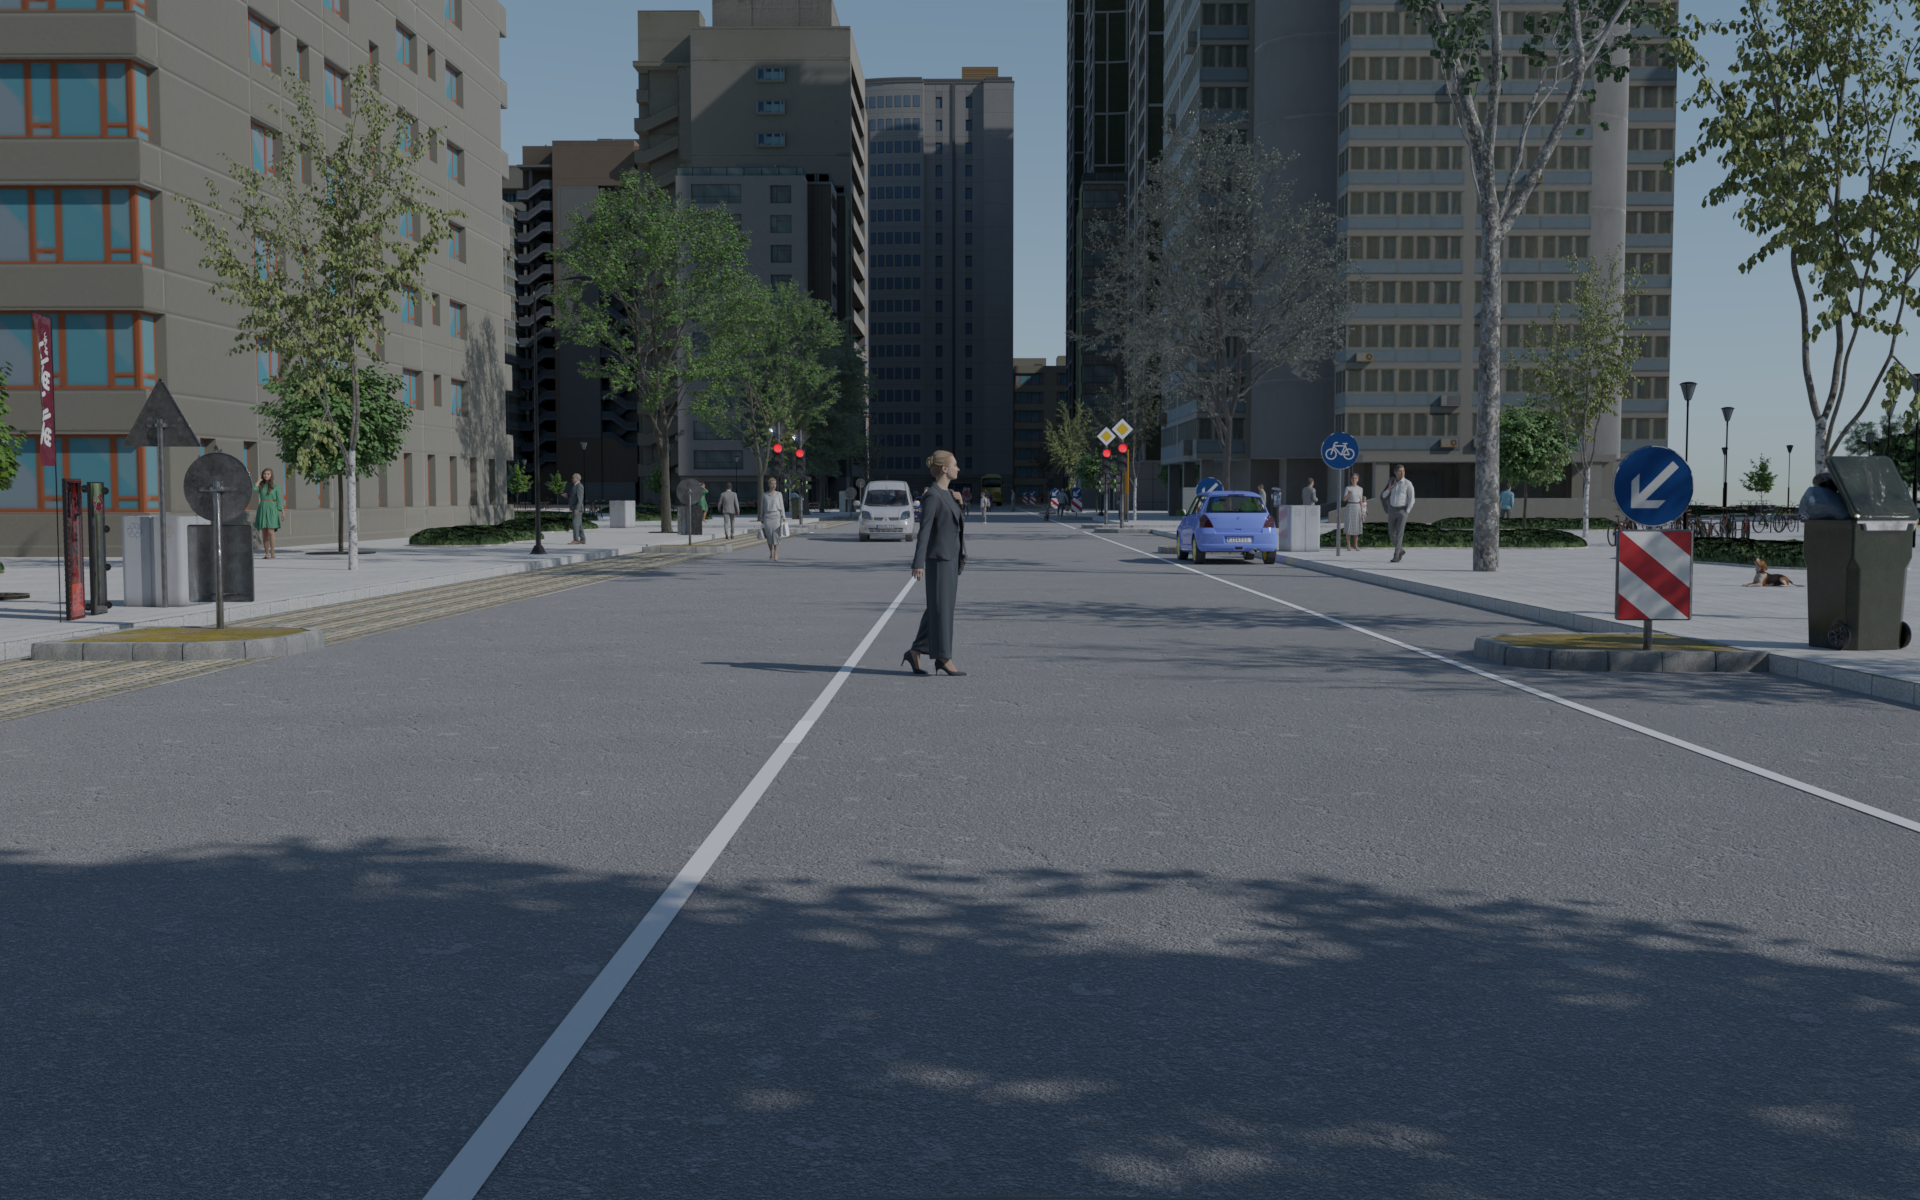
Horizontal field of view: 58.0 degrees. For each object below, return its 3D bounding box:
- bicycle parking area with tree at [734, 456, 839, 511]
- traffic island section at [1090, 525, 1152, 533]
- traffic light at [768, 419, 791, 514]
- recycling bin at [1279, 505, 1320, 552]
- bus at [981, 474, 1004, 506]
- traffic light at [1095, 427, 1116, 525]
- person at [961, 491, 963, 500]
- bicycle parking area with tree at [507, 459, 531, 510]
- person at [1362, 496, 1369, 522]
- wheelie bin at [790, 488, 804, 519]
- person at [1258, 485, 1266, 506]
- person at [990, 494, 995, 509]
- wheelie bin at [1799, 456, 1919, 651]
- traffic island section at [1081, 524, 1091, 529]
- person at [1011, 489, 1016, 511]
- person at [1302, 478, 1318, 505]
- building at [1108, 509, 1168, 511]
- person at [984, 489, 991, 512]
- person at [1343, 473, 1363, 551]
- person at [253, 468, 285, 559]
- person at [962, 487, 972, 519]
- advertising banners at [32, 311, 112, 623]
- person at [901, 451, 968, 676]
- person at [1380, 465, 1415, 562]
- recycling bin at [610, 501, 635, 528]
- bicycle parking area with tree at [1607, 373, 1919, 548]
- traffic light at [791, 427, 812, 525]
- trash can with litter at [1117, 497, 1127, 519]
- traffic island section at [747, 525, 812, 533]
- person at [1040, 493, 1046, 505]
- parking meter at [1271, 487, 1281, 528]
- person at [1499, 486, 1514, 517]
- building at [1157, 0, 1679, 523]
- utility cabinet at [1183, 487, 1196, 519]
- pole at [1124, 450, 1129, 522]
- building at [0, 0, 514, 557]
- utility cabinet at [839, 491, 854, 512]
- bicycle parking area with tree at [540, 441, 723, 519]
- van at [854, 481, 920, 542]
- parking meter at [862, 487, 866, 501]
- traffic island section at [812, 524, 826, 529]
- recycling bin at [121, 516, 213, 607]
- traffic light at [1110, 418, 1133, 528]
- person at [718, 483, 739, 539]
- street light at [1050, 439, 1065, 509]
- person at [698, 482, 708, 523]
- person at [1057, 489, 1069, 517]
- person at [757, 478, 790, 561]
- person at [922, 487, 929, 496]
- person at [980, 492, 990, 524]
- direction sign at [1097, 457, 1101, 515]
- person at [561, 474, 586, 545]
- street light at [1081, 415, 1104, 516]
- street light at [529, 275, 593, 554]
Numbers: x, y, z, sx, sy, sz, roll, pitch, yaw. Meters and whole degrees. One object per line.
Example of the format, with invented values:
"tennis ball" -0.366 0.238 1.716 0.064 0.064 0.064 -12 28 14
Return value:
"bicycle parking area with tree" -14.674 -8.723 129.621 9.016 4.147 8.231 -3 5 -41
"traffic island section" 6.058 -2.591 64.645 2.009 0.180 2.903 0 4 1
"traffic light" -6.743 -4.631 64.644 0.839 4.253 0.868 0 4 1
"recycling bin" 7.587 -1.601 38.731 0.722 1.027 0.722 -1 4 -10
"bus" 3.932 -13.434 211.192 2.896 3.916 12.252 0 4 2
"traffic light" 6.099 -5.113 72.516 0.839 4.253 0.868 0 4 1
"person" 0.134 -10.385 179.014 0.721 1.743 1.217 -1 4 -9
"bicycle parking area with tree" -38.141 -9.490 142.166 8.231 4.147 9.016 1 4 19
"person" 13.714 -2.937 59.074 0.505 1.210 0.382 -3 5 -40
"wheelie bin" -8.257 -4.873 87.583 0.693 1.594 0.980 0 4 -2
"person" 12.017 -3.698 69.091 0.853 1.813 0.709 1 4 13
"person" 2.950 -9.362 164.794 0.991 1.433 0.599 1 4 16
"wheelie bin" 7.430 -0.398 14.414 0.980 1.594 0.693 -1 4 -14
"traffic island section" 6.139 -3.079 72.630 2.009 0.180 2.903 0 4 1
"person" 4.402 -8.226 143.102 0.391 1.810 0.635 -1 4 -9
"person" 11.424 -3.061 56.293 0.583 1.804 0.606 -2 4 -35
"building" 22.143 -42.668 135.870 20.563 71.187 20.611 0 4 1
"person" 2.156 -7.871 136.989 0.447 1.846 0.655 -3 5 -45
"person" 8.879 -1.981 39.000 0.480 1.755 0.524 -1 4 -13
"person" -13.621 -1.703 34.134 0.600 1.795 0.529 -1 4 -20
"person" 0.360 -5.610 100.192 0.573 1.828 0.580 2 4 31
"advertising banners" -9.056 -1.314 17.675 0.090 3.025 2.074 -1 4 -10
"person" -0.198 -0.289 13.649 0.534 1.772 0.576 0 4 -3
"person" 8.248 -1.625 32.708 0.679 1.850 0.850 2 4 35
"recycling bin" -12.740 -3.231 65.373 0.722 1.027 0.722 1 4 19
"bicycle parking area with tree" 20.816 -3.420 42.924 9.016 4.147 8.231 -3 5 -41
"traffic light" -6.662 -5.120 72.629 0.839 4.253 0.868 0 4 1
"trash can with litter" 8.260 -4.714 88.455 0.624 1.170 1.055 0 4 0
"traffic island section" -6.782 -2.599 64.779 2.009 0.180 2.903 0 4 1
"person" 9.823 -12.099 207.115 1.065 1.426 0.557 1 4 17
"parking meter" 11.852 -3.456 64.916 0.372 1.533 0.369 0 3 0
"person" 20.954 -3.550 66.566 0.660 1.820 0.620 3 4 36
"building" 23.232 -24.379 90.471 23.993 40.220 32.217 0 4 1
"utility cabinet" 7.916 -3.060 58.714 0.318 1.500 1.173 -1 4 -14
"pole" 7.639 -5.233 79.406 0.158 3.312 0.155 0 3 0
"building" -30.738 -12.441 48.454 28.899 21.520 27.650 0 4 1
"utility cabinet" -8.038 -6.983 122.845 1.173 1.500 0.318 3 4 38
"bicycle parking area with tree" -18.195 -6.610 95.075 8.231 4.147 9.016 -2 4 -24
"van" -2.244 -2.834 53.350 2.013 2.044 4.112 0 4 -1
"parking meter" -7.723 -8.201 139.803 0.255 1.863 0.399 2 4 34
"traffic island section" -6.702 -3.088 72.764 2.009 0.180 2.903 0 4 1
"recycling bin" -9.146 -0.455 19.994 0.722 1.027 0.722 0 4 3
"traffic light" 6.018 -4.625 64.531 0.839 4.253 0.868 0 4 1
"person" -7.331 -2.820 54.886 0.678 1.792 0.850 0 4 -6
"street light" 8.274 -10.698 147.447 1.470 5.913 1.316 0 4 1
"person" -11.438 -4.307 76.709 0.529 1.795 0.600 -1 4 -17
"person" 6.382 -5.998 107.058 0.782 1.767 0.515 0 4 7
"person" -4.005 -1.744 37.360 0.694 1.780 0.624 1 4 15
"person" -1.463 -4.326 79.821 0.643 1.750 0.593 0 4 6
"person" 1.162 -4.409 83.186 0.503 1.515 0.523 2 4 28
"direction sign" 8.433 -6.868 104.284 0.379 3.537 0.876 0 4 6
"person" -9.847 -2.321 44.175 0.590 1.801 0.661 -1 4 -21
"street light" 7.765 -7.874 101.288 1.470 5.913 1.316 0 4 1
"street light" -8.484 -3.936 36.890 1.470 5.913 1.316 0 4 1
